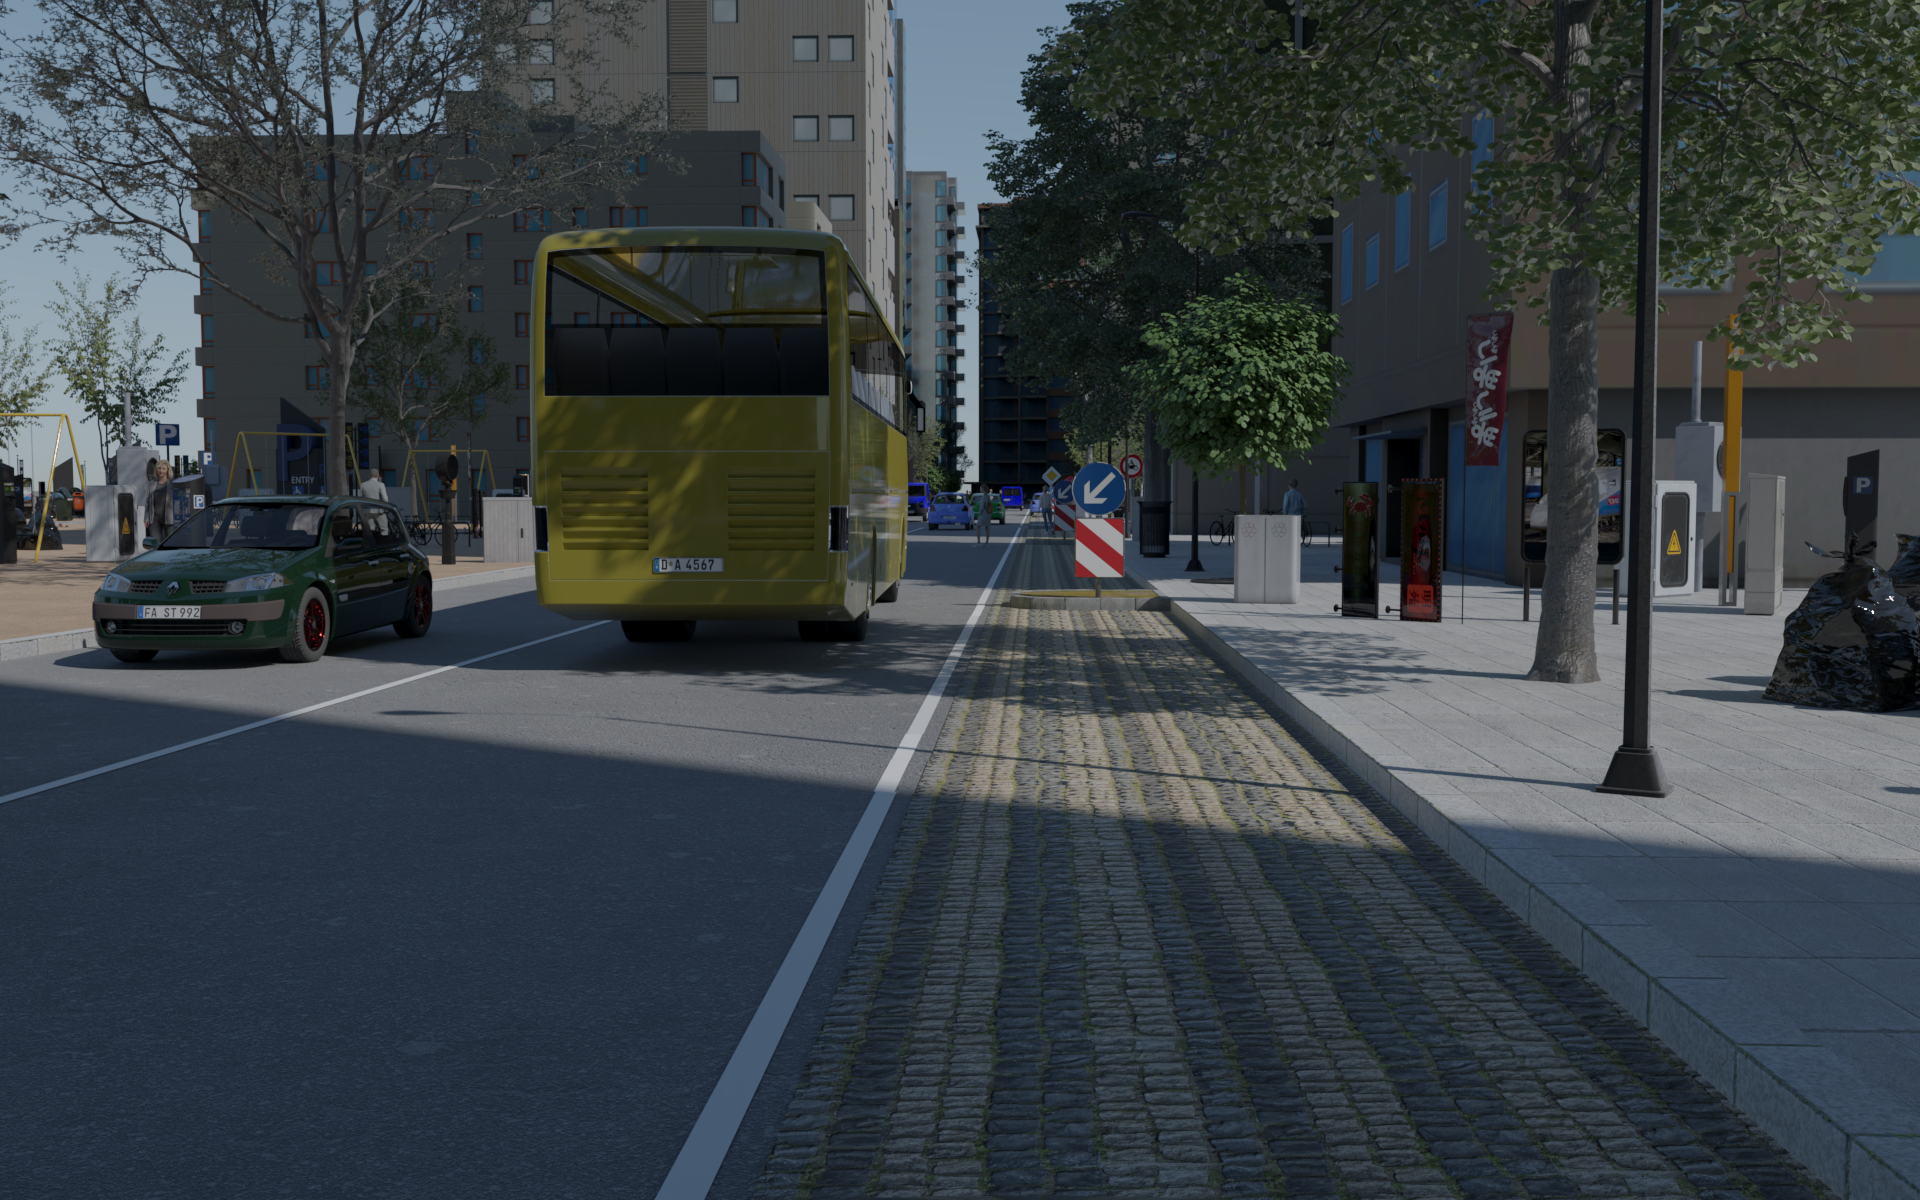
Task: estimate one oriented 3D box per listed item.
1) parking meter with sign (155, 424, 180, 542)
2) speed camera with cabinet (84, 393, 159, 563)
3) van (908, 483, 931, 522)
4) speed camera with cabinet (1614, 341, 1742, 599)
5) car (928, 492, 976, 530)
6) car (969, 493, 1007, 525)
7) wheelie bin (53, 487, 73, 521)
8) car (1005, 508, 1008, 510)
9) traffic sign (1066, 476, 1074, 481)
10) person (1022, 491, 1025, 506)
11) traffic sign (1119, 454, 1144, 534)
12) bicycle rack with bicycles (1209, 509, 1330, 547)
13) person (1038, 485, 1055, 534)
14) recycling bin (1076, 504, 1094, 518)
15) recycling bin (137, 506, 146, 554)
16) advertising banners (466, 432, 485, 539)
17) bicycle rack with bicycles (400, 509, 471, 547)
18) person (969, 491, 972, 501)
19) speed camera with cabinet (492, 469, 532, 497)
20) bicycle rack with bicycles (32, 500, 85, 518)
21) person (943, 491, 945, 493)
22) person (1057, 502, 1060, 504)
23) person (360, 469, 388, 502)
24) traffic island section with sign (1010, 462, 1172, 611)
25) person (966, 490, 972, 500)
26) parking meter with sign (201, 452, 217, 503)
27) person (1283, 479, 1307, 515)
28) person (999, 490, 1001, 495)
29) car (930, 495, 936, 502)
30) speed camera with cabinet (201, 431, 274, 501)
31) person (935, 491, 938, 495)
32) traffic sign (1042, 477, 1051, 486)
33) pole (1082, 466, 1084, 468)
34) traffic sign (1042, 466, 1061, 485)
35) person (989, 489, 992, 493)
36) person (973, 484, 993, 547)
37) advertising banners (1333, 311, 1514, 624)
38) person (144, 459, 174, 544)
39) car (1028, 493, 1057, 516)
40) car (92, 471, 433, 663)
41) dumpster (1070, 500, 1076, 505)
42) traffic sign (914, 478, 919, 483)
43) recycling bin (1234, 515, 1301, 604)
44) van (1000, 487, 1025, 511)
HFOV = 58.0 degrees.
[{"bbox_3d":[-20.025,-2.899,43.659,0.543,3.016,1.738,-2,4,-30],"label":"parking meter with sign"},{"bbox_3d":[-16.019,-2.374,33.157,0.660,3.252,2.038,0,4,-2],"label":"speed camera with cabinet"},{"bbox_3d":[-2.570,-5.306,91.132,2.240,2.365,5.245,0,4,1],"label":"van"},{"bbox_3d":[9.116,-1.688,21.935,2.038,3.252,0.660,-3,4,-38],"label":"speed camera with cabinet"},{"bbox_3d":[-0.332,-3.674,69.669,1.945,1.707,3.694,0,4,3],"label":"car"},{"bbox_3d":[1.251,-4.479,82.033,1.959,1.807,4.718,0,4,3],"label":"car"},{"bbox_3d":[-42.621,-4.549,82.292,0.693,1.594,0.980,0,4,-3],"label":"wheelie bin"},{"bbox_3d":[3.623,-9.289,161.654,2.009,1.686,4.222,0,4,1],"label":"car"},{"bbox_3d":[8.002,-7.648,125.142,0.768,2.556,0.104,1,4,9],"label":"traffic sign"},{"bbox_3d":[7.638,-12.441,211.875,0.705,1.831,1.348,-2,4,-30],"label":"person"},{"bbox_3d":[5.466,-3.370,55.209,0.768,2.556,0.104,1,4,11],"label":"traffic sign"},{"bbox_3d":[7.719,-1.760,42.152,2.852,0.926,2.925,-1,4,-18],"label":"bicycle rack with bicycles"},{"bbox_3d":[3.195,-3.200,61.495,0.731,1.740,0.598,-2,4,-24],"label":"person"},{"bbox_3d":[6.658,-4.864,92.079,0.722,1.027,0.722,-3,5,-42],"label":"recycling bin"},{"bbox_3d":[-17.872,-1.496,37.018,0.722,1.027,0.722,-3,4,-38],"label":"recycling bin"},{"bbox_3d":[-13.994,-3.293,50.029,0.090,3.025,2.074,0,4,-3],"label":"advertising banners"},{"bbox_3d":[-13.345,-1.739,41.819,2.852,0.926,2.925,3,4,38],"label":"bicycle rack with bicycles"},{"bbox_3d":[0.989,-11.464,196.463,0.750,1.759,0.617,0,4,-5],"label":"person"},{"bbox_3d":[-15.160,-4.022,60.099,2.038,3.252,0.660,0,4,8],"label":"speed camera with cabinet"},{"bbox_3d":[-48.952,-4.899,93.479,2.925,0.926,2.852,0,4,-6],"label":"bicycle rack with bicycles"},{"bbox_3d":[-1.985,-11.801,199.441,0.568,1.767,0.683,3,4,38],"label":"person"},{"bbox_3d":[12.070,-12.464,210.751,0.530,1.710,0.541,1,4,21],"label":"person"},{"bbox_3d":[-12.253,-1.845,36.316,0.635,1.810,0.391,0,4,1],"label":"person"},{"bbox_3d":[1.639,-0.824,22.096,1.989,1.847,2.006,0,4,3],"label":"traffic island section with sign"},{"bbox_3d":[0.737,-9.966,171.450,1.348,1.824,0.705,3,5,42],"label":"person"},{"bbox_3d":[-31.447,-4.677,72.728,0.543,3.016,1.738,-1,4,-19],"label":"parking meter with sign"},{"bbox_3d":[6.899,-1.716,35.911,0.589,1.601,0.330,-1,4,-13],"label":"person"},{"bbox_3d":[3.633,-8.959,155.176,0.606,1.804,0.583,0,4,8],"label":"person"},{"bbox_3d":[-1.611,-6.733,122.660,1.945,1.354,3.894,0,4,3],"label":"car"},{"bbox_3d":[-22.706,-3.679,54.484,2.038,3.252,0.660,-1,4,-13],"label":"speed camera with cabinet"},{"bbox_3d":[-2.616,-11.739,197.993,0.705,1.822,1.348,0,4,2],"label":"person"},{"bbox_3d":[4.187,-4.753,79.904,0.795,2.593,0.064,0,4,3],"label":"traffic sign"},{"bbox_3d":[8.885,-7.998,124.607,0.158,3.312,0.155,0,3,0],"label":"pole"},{"bbox_3d":[3.831,-4.265,71.927,0.795,2.593,0.064,0,4,3],"label":"traffic sign"},{"bbox_3d":[2.600,-8.589,148.810,0.818,1.842,0.514,-1,4,-19],"label":"person"},{"bbox_3d":[0.661,-2.277,46.729,0.522,1.701,0.512,2,4,25],"label":"person"},{"bbox_3d":[4.621,-1.296,17.376,0.090,3.025,2.074,-3,5,-39],"label":"advertising banners"},{"bbox_3d":[-11.893,-1.214,26.075,0.709,1.800,0.728,0,4,-5],"label":"person"},{"bbox_3d":[5.428,-6.350,113.420,1.945,1.707,3.694,0,4,1],"label":"car"},{"bbox_3d":[-6.281,-0.379,15.988,2.009,1.686,4.222,0,4,3],"label":"car"},{"bbox_3d":[7.960,-6.614,113.898,1.264,1.857,1.865,0,4,2],"label":"dumpster"},{"bbox_3d":[-3.482,-8.484,138.721,0.884,2.594,0.081,1,4,11],"label":"traffic sign"},{"bbox_3d":[3.646,-0.488,20.533,0.722,1.027,0.722,1,4,15],"label":"recycling bin"},{"bbox_3d":[4.506,-8.883,149.623,2.240,2.365,5.245,0,4,3],"label":"van"}]
